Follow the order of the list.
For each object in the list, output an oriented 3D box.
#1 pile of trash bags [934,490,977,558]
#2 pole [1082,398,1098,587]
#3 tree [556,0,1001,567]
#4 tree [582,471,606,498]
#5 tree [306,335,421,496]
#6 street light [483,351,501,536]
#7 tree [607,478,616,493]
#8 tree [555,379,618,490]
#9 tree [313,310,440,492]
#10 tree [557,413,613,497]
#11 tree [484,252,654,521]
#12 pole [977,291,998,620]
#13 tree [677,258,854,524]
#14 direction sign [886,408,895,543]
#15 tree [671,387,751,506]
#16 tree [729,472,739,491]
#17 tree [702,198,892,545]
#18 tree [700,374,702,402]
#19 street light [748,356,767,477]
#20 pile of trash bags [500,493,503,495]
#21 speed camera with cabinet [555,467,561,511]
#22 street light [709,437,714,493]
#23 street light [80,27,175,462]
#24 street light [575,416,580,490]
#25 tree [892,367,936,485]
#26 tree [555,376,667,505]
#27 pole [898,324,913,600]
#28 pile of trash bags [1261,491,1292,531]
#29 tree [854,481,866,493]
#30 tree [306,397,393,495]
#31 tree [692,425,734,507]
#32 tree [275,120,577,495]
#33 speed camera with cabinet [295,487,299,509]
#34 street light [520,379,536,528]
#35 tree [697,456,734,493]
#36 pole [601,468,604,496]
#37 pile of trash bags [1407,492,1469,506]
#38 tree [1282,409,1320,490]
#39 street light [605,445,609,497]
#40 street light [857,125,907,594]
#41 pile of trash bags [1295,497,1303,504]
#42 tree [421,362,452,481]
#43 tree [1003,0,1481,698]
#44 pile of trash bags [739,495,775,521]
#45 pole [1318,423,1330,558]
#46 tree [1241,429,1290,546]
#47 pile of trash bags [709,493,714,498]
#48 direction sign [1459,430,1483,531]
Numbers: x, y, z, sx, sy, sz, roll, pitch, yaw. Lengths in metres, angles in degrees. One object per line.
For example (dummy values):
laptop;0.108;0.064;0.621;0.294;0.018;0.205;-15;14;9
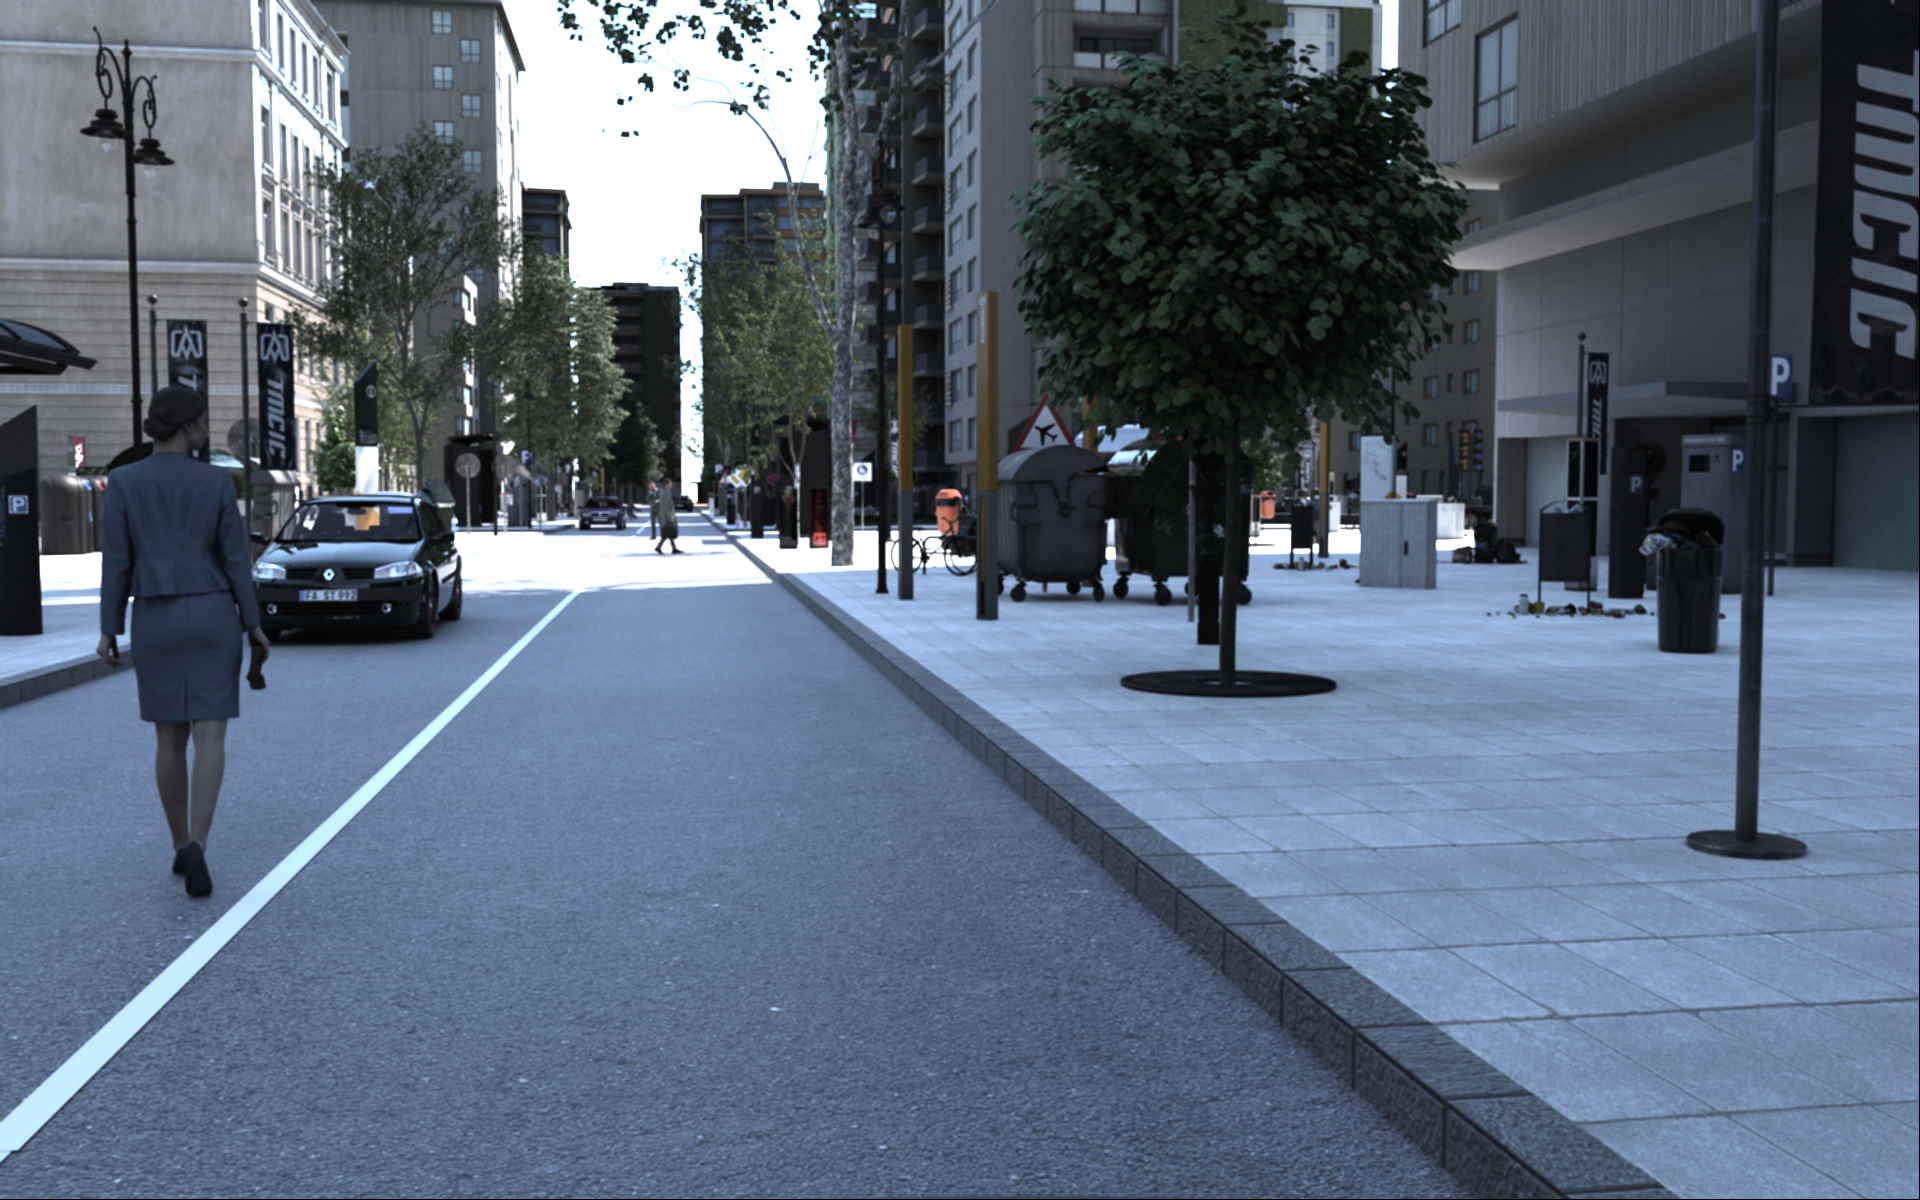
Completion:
pile of trash bags;0.602;-1.619;36.227;1.912;1.369;3.447;2;4;35
pole;1.788;-1.833;23.810;0.158;3.312;0.155;0;3;0
tree;-1.461;-10.745;31.570;12.611;20.169;13.585;0;3;0
tree;-28.026;-8.294;130.203;1.663;3.219;1.824;0;3;0
tree;-27.217;-7.852;78.743;4.360;8.622;3.978;0;3;0
street light;-14.143;-4.881;52.591;0.468;5.910;1.993;-1;4;-9
tree;-36.065;-11.369;180.485;1.663;3.219;1.824;0;3;0
tree;-23.323;-9.533;106.229;4.360;8.622;3.978;0;3;0
tree;-21.843;-6.989;64.634;4.737;8.622;4.395;0;3;0
tree;-25.904;-10.402;120.438;4.737;8.622;4.395;0;3;0
tree;-19.046;-10.021;81.970;7.486;12.596;7.792;0;3;0
pole;0.279;-1.453;17.599;0.158;3.312;0.155;0;3;0
tree;-8.464;-9.169;75.668;9.928;11.665;9.643;0;3;0
direction sign;-1.876;-3.297;45.911;0.379;3.537;0.876;0;4;1
tree;-27.529;-17.250;192.402;12.009;13.543;11.850;0;3;0
tree;-17.740;-8.428;132.394;1.663;3.219;1.824;0;3;0
tree;-4.202;-5.707;43.667;4.737;8.622;4.395;0;3;0
tree;-11.123;-8.360;87.054;4.737;8.622;4.395;0;3;0
street light;-6.617;-5.155;57.064;0.468;5.910;1.993;-1;4;-9
pile of trash bags;-33.060;-7.204;127.538;1.912;1.369;3.447;-3;5;-40
speed camera with cabinet;-29.638;-8.124;127.166;0.660;3.252;2.038;-1;4;-11
street light;-19.857;-10.131;138.421;0.468;5.910;1.993;-1;4;-9
street light;-8.471;-2.752;17.779;0.468;5.910;1.993;-1;4;-9
street light;-21.855;-7.737;99.285;0.468;5.910;1.993;-1;4;-9
tree;-3.451;-8.537;89.936;4.737;8.622;4.395;0;3;0
tree;-32.553;-14.918;160.922;9.611;12.733;9.660;0;3;0
pole;-0.660;-1.659;20.973;0.158;3.312;0.155;0;3;0
pile of trash bags;9.315;-2.998;58.768;3.447;1.369;1.912;-2;4;-30
tree;-6.315;-6.588;102.307;1.663;3.219;1.824;0;3;0
tree;-12.391;-2.442;34.535;1.663;3.219;1.824;0;3;0
tree;-25.388;-13.797;175.948;4.360;8.622;3.978;0;3;0
tree;-13.099;-6.613;42.541;8.767;10.594;7.601;1;4;16
speed camera with cabinet;-13.709;-2.361;32.942;2.038;3.252;0.660;-1;4;-8
street light;-16.048;-5.609;64.496;0.468;5.910;1.993;-1;4;-9
tree;-20.751;-10.114;149.076;4.285;4.588;4.351;0;3;0
pole;-27.407;-8.506;132.909;0.158;3.312;0.155;0;3;0
pile of trash bags;22.753;-4.448;82.471;3.447;1.369;1.912;2;4;30
tree;17.218;-8.653;91.835;4.360;8.622;3.978;0;3;0
street light;-27.403;-9.867;134.117;0.468;5.910;1.993;-1;4;-9
street light;-1.008;-3.025;22.243;0.468;5.910;1.993;-1;4;-9
pile of trash bags;13.982;-4.160;77.765;1.912;1.369;3.447;-3;4;-38
tree;-28.566;-8.578;90.610;4.360;8.622;3.978;0;3;0
tree;1.755;-1.694;11.410;4.285;4.588;4.351;0;3;0
pile of trash bags;-9.767;-4.542;84.014;1.912;1.369;3.447;-1;4;-8
pole;7.314;-2.502;34.752;0.158;3.312;0.155;0;3;0
tree;7.462;-2.950;42.830;1.663;3.219;1.824;0;3;0
pile of trash bags;-18.818;-7.703;135.701;1.912;1.369;3.447;1;4;15
direction sign;17.953;-4.216;60.935;0.876;3.537;0.379;-1;4;-12
